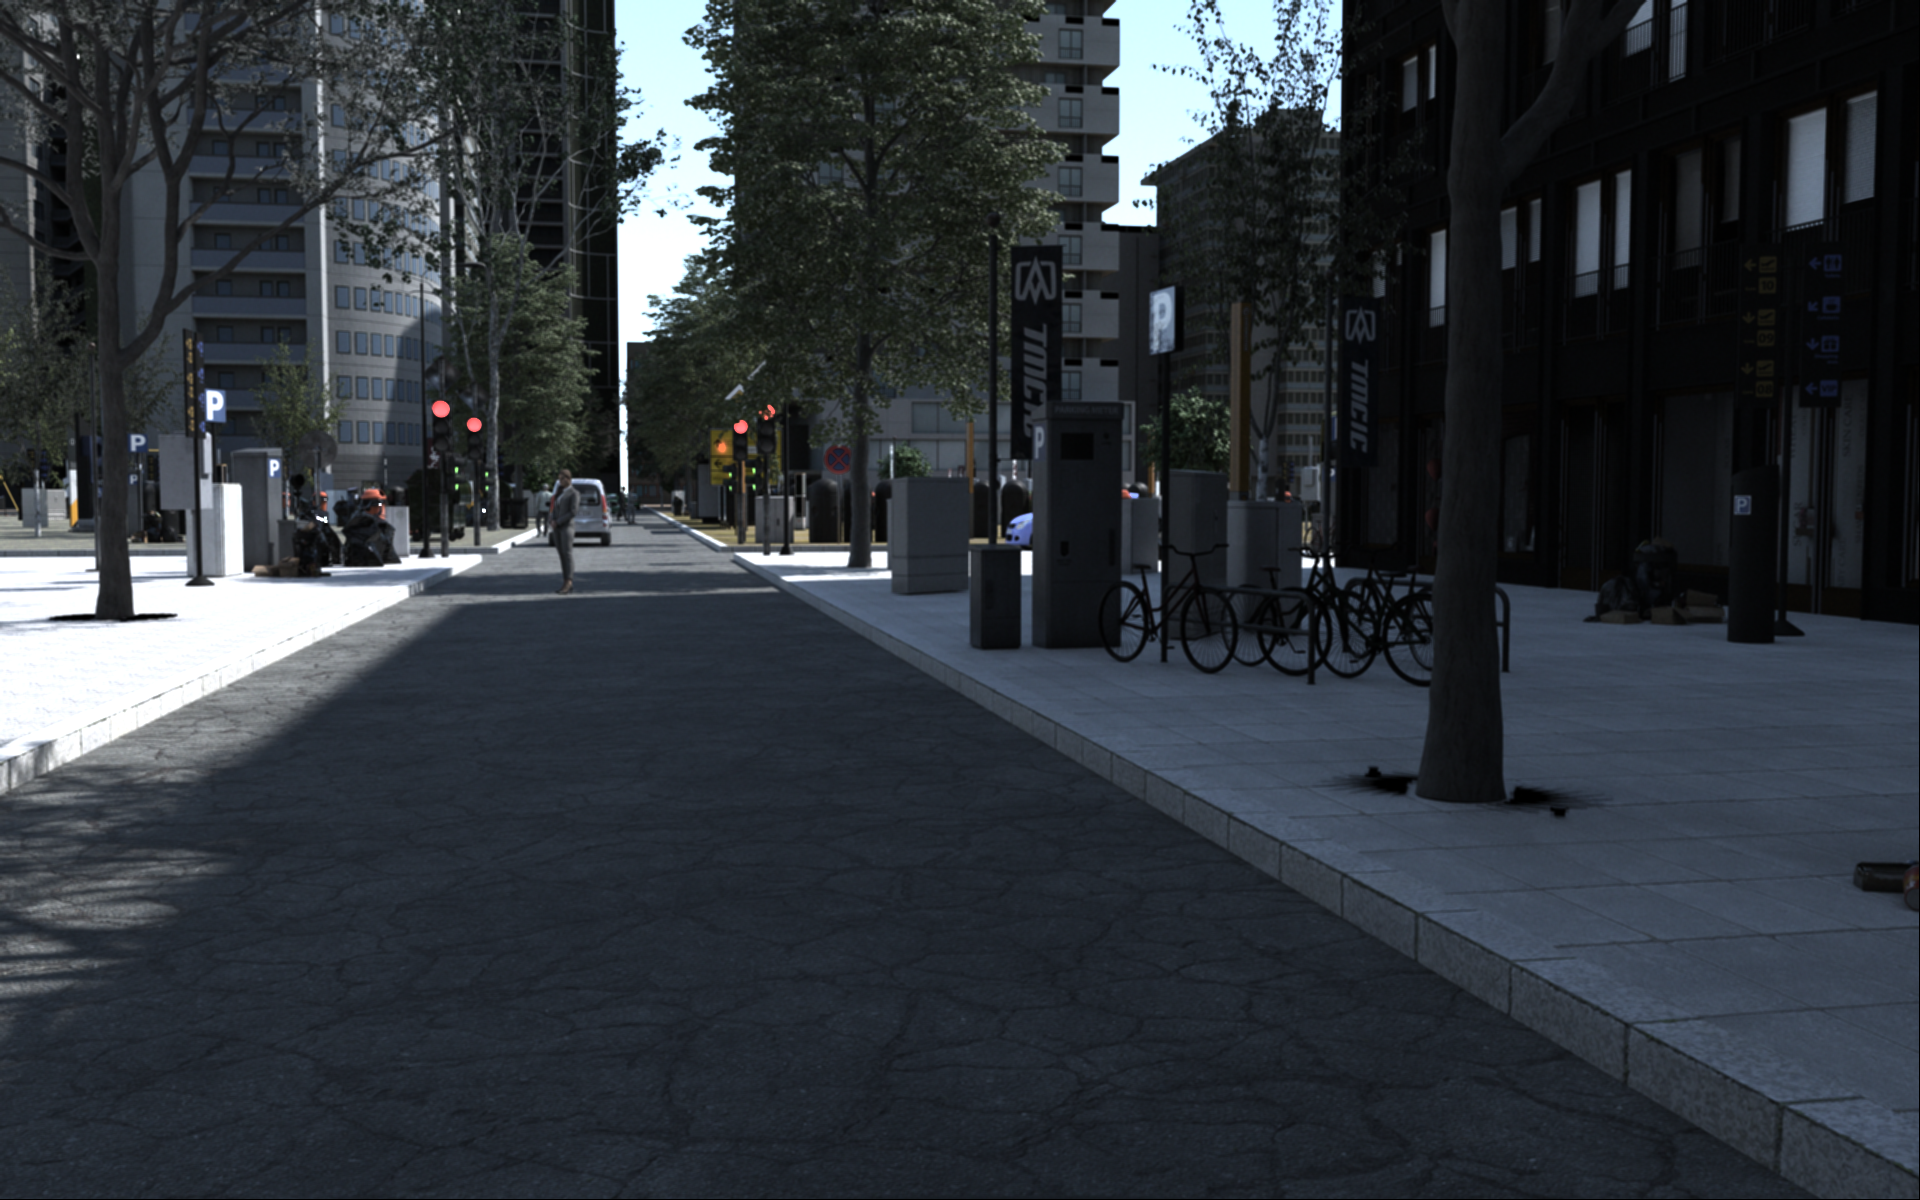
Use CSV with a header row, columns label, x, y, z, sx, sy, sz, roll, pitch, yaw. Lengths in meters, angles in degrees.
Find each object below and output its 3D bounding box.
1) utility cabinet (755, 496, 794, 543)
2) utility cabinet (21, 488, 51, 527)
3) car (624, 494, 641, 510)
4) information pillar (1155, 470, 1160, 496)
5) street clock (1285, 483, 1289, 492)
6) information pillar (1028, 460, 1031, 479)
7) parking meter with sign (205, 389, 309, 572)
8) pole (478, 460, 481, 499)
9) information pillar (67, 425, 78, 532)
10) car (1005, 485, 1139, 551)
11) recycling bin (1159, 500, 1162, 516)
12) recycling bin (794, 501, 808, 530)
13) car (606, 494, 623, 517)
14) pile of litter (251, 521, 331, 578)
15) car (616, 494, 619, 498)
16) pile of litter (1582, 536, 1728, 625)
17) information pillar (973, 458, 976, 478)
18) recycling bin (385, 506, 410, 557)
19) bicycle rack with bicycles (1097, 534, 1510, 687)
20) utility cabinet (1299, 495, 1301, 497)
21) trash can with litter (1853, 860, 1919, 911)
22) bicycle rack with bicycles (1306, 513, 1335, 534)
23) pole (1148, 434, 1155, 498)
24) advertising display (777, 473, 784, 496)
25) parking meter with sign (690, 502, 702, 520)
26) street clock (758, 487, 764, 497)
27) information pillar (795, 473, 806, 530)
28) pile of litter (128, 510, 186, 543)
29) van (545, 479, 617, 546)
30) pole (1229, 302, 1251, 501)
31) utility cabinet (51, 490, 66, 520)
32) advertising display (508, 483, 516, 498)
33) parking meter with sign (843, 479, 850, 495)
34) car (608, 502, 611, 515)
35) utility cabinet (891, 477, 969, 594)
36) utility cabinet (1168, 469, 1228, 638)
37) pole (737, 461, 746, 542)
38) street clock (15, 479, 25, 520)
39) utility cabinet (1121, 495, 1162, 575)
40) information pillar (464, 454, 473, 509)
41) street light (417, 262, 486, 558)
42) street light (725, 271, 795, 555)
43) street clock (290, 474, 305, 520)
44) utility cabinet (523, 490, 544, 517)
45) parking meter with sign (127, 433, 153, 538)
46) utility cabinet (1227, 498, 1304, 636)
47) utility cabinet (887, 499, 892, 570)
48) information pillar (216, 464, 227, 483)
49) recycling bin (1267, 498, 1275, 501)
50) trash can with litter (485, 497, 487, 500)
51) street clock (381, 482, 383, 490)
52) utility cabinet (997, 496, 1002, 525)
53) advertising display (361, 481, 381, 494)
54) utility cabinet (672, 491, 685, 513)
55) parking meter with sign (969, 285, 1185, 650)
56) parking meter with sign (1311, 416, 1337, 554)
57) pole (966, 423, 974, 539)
label,x,y,z,sx,sy,sz,roll,pitch,yaw
utility cabinet,-4.876,-2.098,45.459,1.020,1.237,0.306,2,4,24
utility cabinet,-35.476,-3.532,66.432,1.173,1.500,0.318,2,4,30
car,-30.269,-9.174,158.791,1.959,1.807,4.718,-1,4,-11
information pillar,12.961,-7.488,113.788,0.183,3.616,0.504,2,4,34
street clock,22.106,-6.882,117.094,0.358,2.002,0.471,0,4,6
information pillar,4.459,-7.344,111.435,0.183,3.616,0.504,-1,4,-15
parking meter with sign,-11.629,-1.981,28.651,1.738,3.016,0.543,1,4,15
pole,-26.388,-6.183,94.929,0.158,3.312,0.155,0,3,0
information pillar,-30.243,-4.147,59.150,0.183,3.616,0.504,1,4,18
car,2.981,-2.058,43.238,3.694,1.707,1.945,-1,4,-11
recycling bin,8.097,-3.697,73.000,0.722,1.027,0.722,0,4,-6
recycling bin,-6.085,-3.058,62.557,0.722,1.027,0.722,1,4,21
car,-22.263,-5.961,109.267,2.131,1.459,4.920,-1,4,-13
pile of litter,-10.441,-0.799,27.027,1.176,0.858,1.719,-1,4,-18
car,-35.390,-10.030,175.789,2.131,1.459,4.920,-1,4,-10
pile of litter,7.140,-0.211,17.411,1.719,0.858,1.176,1,4,11
information pillar,0.835,-7.333,111.250,0.183,3.616,0.504,3,5,44
recycling bin,-11.705,-1.392,35.309,0.722,1.027,0.722,-3,5,-40
bicycle rack with bicycles,2.701,0.046,12.631,2.852,0.926,2.925,-2,4,-26
utility cabinet,20.465,-5.668,103.833,0.306,1.237,1.020,1,4,12
trash can with litter,3.793,0.343,5.451,2.233,1.210,1.678,-1,4,-12
bicycle rack with bicycles,8.425,-1.265,34.068,2.852,0.926,2.925,-1,4,-14
pole,5.965,-3.681,54.033,0.158,3.312,0.155,0,3,0
advertising display,-5.451,-2.937,53.230,0.123,1.923,0.974,-1,4,-18
parking meter with sign,-12.901,-5.571,87.353,1.738,3.016,0.543,2,4,35
street clock,-6.271,-3.074,54.825,0.358,2.002,0.471,-1,4,-10
information pillar,-5.660,-3.481,61.412,0.304,2.012,0.304,1,4,14
pile of litter,-21.281,-1.935,45.605,1.719,0.858,1.176,-1,4,-11
van,-10.708,-2.561,48.891,2.013,2.044,4.112,-1,4,-10
pole,3.000,-1.513,18.574,0.158,3.312,0.155,0,3,0
utility cabinet,-44.621,-4.680,85.198,0.318,1.500,1.173,2,4,30
advertising display,-25.716,-5.795,99.965,0.974,1.923,0.123,-2,4,-33
parking meter with sign,-5.563,-5.530,86.676,0.543,3.016,1.738,-1,4,-16
car,-18.176,-4.502,85.606,2.014,1.417,4.499,-1,4,-13
utility cabinet,-0.386,-0.842,22.451,0.318,1.500,1.173,3,5,42
utility cabinet,2.147,-0.428,15.683,0.318,1.500,1.173,1,4,23
pole,-5.843,-3.207,46.277,0.158,3.312,0.155,0,3,0
street clock,-45.835,-4.889,84.503,0.358,2.002,0.471,0,4,0
utility cabinet,2.870,-1.030,27.999,0.306,1.237,1.020,2,4,31
information pillar,-26.189,-6.177,92.341,0.504,3.616,0.183,1,4,19
street light,-10.194,-3.805,34.752,1.470,5.913,1.316,-1,4,-11
street light,-4.180,-3.893,36.188,1.470,5.913,1.316,-1,4,-11
street clock,-23.771,-3.523,62.176,0.358,2.002,0.471,2,4,26
utility cabinet,-23.230,-5.248,94.477,1.173,1.500,0.318,-1,4,-10
parking meter with sign,-24.170,-3.324,50.609,0.543,3.016,1.738,-3,4,-36
utility cabinet,2.791,-0.303,16.120,0.306,1.237,1.020,-1,4,-23
utility cabinet,-0.778,-1.132,29.667,1.020,1.237,0.306,-3,5,-41
information pillar,-18.340,-2.349,42.893,0.304,2.012,0.304,0,4,-5
recycling bin,22.359,-6.832,124.252,0.722,1.027,0.722,0,4,4
trash can with litter,-19.808,-3.795,73.436,0.624,1.170,1.055,-1,4,-23
street clock,-34.582,-6.040,103.319,0.358,2.002,0.471,-3,5,-39
utility cabinet,1.910,-3.748,72.440,0.306,1.237,1.020,-2,4,-31
advertising display,-28.452,-4.802,83.734,0.123,1.923,0.974,3,5,40
utility cabinet,-18.852,-6.554,115.830,0.318,1.500,1.173,1,4,23
parking meter with sign,0.963,-1.118,14.543,1.738,3.016,0.543,-1,4,-17
parking meter with sign,8.180,-2.554,38.016,0.543,3.016,1.738,2,4,28
pole,0.280,-3.402,49.458,0.158,3.312,0.155,0,3,0
